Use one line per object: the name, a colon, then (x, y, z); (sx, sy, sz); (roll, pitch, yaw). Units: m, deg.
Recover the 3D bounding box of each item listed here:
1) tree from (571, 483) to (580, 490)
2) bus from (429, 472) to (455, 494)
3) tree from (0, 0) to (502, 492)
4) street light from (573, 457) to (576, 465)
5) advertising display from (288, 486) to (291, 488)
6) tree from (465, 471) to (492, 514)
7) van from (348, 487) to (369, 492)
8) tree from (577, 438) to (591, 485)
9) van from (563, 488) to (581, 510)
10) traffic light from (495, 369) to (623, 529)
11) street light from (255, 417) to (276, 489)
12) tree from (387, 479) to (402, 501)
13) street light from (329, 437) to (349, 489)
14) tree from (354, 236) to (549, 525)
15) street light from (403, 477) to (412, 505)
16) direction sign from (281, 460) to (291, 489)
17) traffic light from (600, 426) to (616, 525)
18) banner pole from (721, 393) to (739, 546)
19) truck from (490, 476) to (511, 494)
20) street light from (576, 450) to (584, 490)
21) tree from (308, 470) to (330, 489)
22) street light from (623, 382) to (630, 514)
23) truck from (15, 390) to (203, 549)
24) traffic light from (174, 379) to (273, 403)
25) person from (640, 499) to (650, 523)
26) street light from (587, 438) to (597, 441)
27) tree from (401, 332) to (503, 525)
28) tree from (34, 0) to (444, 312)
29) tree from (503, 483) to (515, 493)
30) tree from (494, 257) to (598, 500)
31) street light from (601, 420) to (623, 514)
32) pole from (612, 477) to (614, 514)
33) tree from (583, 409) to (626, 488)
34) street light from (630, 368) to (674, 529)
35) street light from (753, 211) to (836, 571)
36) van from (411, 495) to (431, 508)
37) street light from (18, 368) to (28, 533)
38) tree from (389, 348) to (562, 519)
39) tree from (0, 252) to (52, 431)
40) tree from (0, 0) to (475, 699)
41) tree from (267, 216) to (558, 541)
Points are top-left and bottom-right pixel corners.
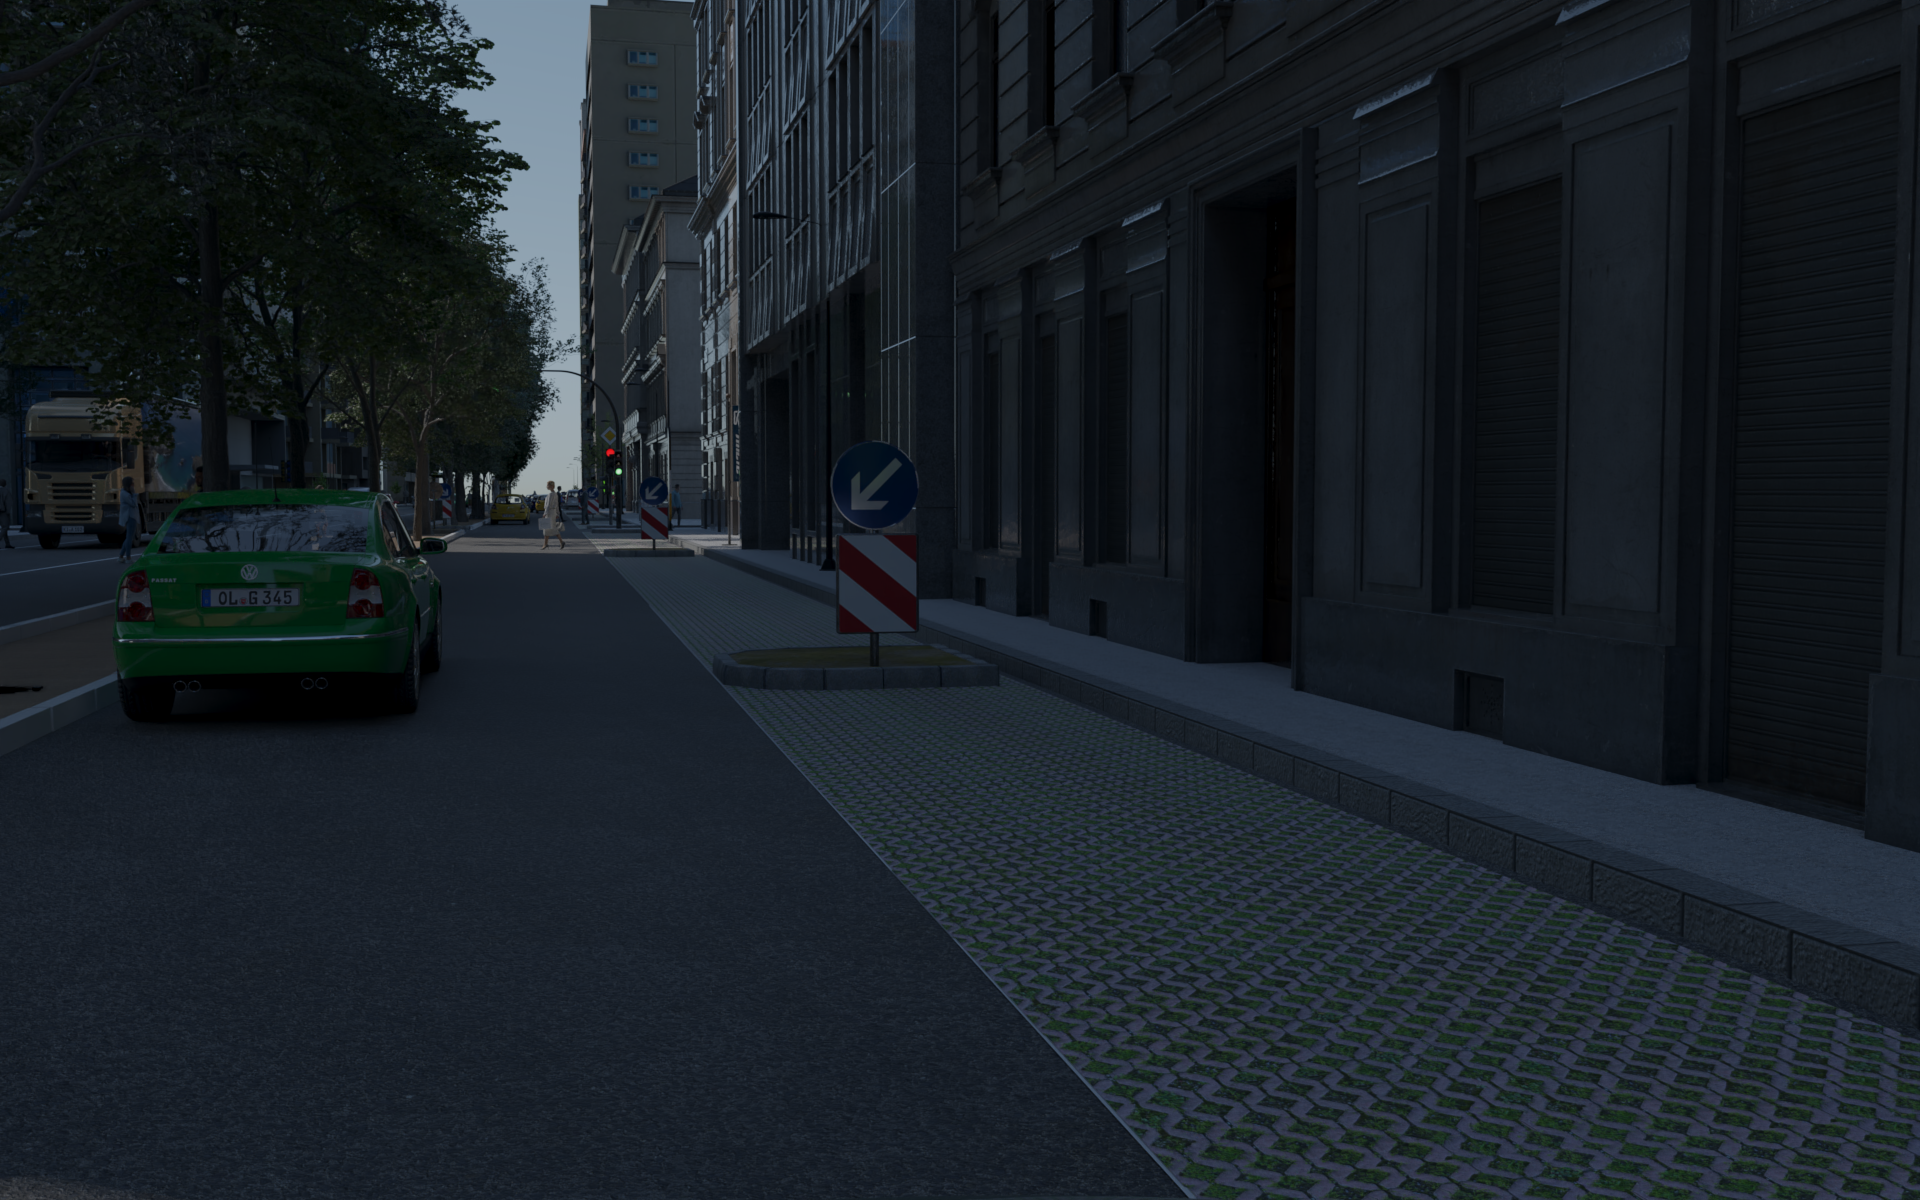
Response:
tree: (-65.850, -18.440, 296.096); (1.663, 3.219, 1.824); (0, 3, 0)
bus: (-59.605, -12.697, 199.147); (2.896, 3.916, 12.252); (-1, 4, -13)
tree: (-9.398, -6.184, 21.693); (7.486, 12.596, 7.792); (0, 3, 0)
street light: (-50.488, -15.713, 229.455); (1.470, 5.913, 1.316); (-1, 4, -13)
advertising display: (-52.127, -7.985, 135.765); (0.974, 1.923, 0.123); (-3, 4, -37)
tree: (-33.634, -10.429, 123.326); (4.737, 8.622, 4.395); (0, 3, 0)
van: (-35.991, -5.913, 103.681); (2.013, 2.044, 4.112); (-1, 4, -13)
tree: (-48.076, -16.900, 226.669); (4.360, 8.622, 3.978); (0, 3, 0)
van: (-35.758, -9.400, 160.695); (2.013, 2.044, 4.112); (-1, 4, -14)
traffic light: (-14.666, -5.425, 63.363); (4.771, 5.953, 1.251); (-1, 4, -13)
street light: (-41.834, -8.065, 104.407); (1.470, 5.913, 1.316); (-1, 4, -13)
tree: (-69.958, -13.492, 215.197); (1.663, 3.219, 1.824); (0, 3, 0)
street light: (-50.697, -10.348, 141.728); (1.470, 5.913, 1.316); (-1, 4, -13)
tree: (-25.342, -10.920, 87.646); (9.857, 13.997, 8.962); (0, 3, 0)
street light: (-67.777, -14.709, 213.039); (1.470, 5.913, 1.316); (-1, 4, -13)
direction sign: (-44.996, -7.564, 115.667); (0.876, 3.537, 0.379); (2, 4, 27)
traffic light: (-14.502, -5.066, 71.754); (0.839, 4.253, 0.868); (-1, 4, -13)
banner pole: (-5.589, -3.242, 43.029); (0.863, 3.779, 0.401); (3, 5, 42)
truck: (-70.093, -16.866, 264.669); (2.839, 4.237, 11.283); (-1, 4, -12)
street light: (-39.360, -12.833, 182.360); (1.470, 5.913, 1.316); (-1, 4, -13)
tree: (-50.698, -8.760, 137.827); (1.663, 3.219, 1.824); (0, 3, 0)
street light: (-13.180, -6.101, 72.289); (1.470, 5.913, 1.316); (-1, 4, -13)
truck: (-23.700, -3.674, 48.991); (2.839, 4.237, 11.283); (-1, 4, -12)
traffic light: (-29.568, -5.721, 68.199); (4.771, 5.953, 1.251); (-1, 4, -13)
person: (-13.792, -4.323, 76.599); (0.818, 1.842, 0.514); (0, 4, 2)
street light: (-30.838, -10.658, 146.805); (1.470, 5.913, 1.316); (-1, 4, -13)
tree: (-21.084, -7.241, 71.209); (4.360, 8.622, 3.978); (0, 3, 0)
tree: (-11.689, -6.239, 30.213); (9.928, 11.665, 9.643); (0, 3, 0)
tree: (-34.530, -10.707, 127.883); (4.360, 8.622, 3.978); (0, 3, 0)
tree: (-35.314, -16.991, 136.153); (12.611, 20.169, 13.585); (0, 3, 0)
street light: (-21.807, -8.331, 108.759); (1.470, 5.913, 1.316); (-1, 4, -13)
pole: (-22.409, -7.195, 111.483); (0.158, 3.312, 0.155); (0, 3, 0)
tree: (-31.153, -12.288, 151.274); (4.737, 8.622, 4.395); (0, 3, 0)
street light: (-11.346, -5.611, 64.283); (1.470, 5.913, 1.316); (-1, 4, -13)
street light: (-2.718, -3.438, 28.753); (1.470, 5.913, 1.316); (-1, 4, -13)
van: (-54.932, -10.382, 176.760); (2.013, 2.044, 4.112); (-1, 4, -14)
street light: (-30.714, -5.213, 57.777); (1.470, 5.913, 1.316); (-1, 4, -13)
tree: (-27.288, -10.878, 97.312); (9.611, 12.733, 9.660); (0, 3, 0)
tree: (-30.501, -7.117, 50.780); (7.601, 10.594, 8.767); (-1, 4, -19)
tree: (-7.261, -6.070, 12.068); (12.009, 13.543, 11.850); (0, 3, 0)
tree: (-16.298, -7.013, 51.537); (8.767, 10.594, 7.601); (-1, 4, -13)
